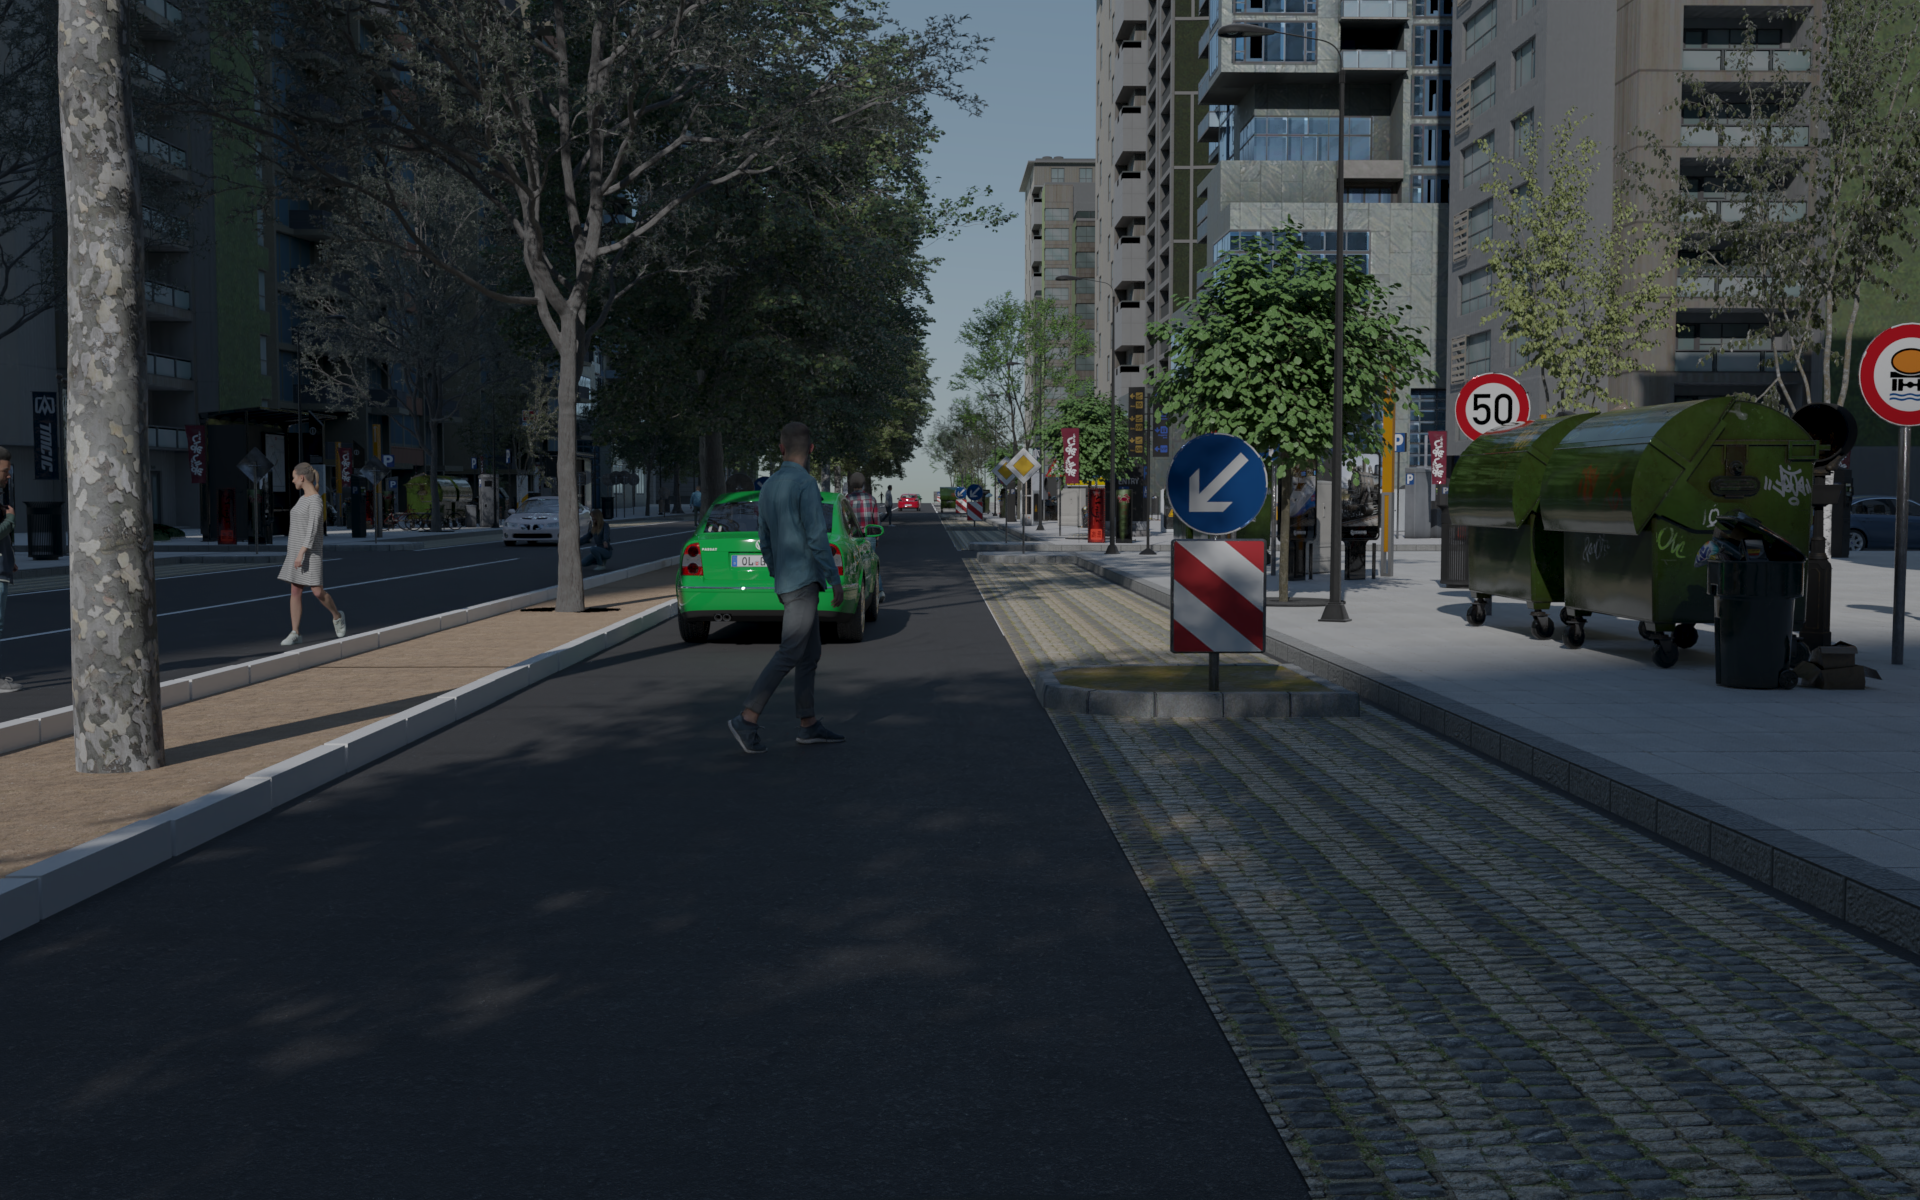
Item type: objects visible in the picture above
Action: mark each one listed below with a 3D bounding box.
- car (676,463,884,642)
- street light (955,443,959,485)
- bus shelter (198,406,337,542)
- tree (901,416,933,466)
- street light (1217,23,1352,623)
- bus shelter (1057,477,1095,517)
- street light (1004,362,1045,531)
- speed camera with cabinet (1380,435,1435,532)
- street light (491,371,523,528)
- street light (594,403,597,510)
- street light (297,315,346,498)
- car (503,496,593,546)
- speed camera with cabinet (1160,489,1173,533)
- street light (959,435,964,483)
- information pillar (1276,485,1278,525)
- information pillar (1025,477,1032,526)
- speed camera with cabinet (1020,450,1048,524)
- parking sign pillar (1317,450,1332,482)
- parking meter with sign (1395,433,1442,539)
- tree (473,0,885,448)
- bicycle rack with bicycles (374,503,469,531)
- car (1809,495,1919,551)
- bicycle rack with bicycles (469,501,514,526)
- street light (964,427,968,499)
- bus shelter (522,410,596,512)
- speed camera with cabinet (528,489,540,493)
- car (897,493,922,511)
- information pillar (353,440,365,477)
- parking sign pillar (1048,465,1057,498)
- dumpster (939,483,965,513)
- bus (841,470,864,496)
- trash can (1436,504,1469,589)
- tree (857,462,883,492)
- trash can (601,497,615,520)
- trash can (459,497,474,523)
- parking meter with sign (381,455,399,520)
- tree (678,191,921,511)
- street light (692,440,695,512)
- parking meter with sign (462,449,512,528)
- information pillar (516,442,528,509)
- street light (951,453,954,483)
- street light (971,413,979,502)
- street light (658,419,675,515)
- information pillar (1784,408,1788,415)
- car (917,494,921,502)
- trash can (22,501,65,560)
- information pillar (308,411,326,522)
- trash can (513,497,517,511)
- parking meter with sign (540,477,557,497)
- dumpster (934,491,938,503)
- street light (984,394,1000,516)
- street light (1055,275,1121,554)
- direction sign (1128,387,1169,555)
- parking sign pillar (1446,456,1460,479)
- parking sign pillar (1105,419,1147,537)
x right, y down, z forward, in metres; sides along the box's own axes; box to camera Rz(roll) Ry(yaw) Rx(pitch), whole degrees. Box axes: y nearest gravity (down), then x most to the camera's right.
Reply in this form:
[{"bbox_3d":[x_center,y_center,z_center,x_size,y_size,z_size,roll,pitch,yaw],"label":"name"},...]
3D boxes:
[{"bbox_3d":[-1.808,-0.572,18.150,1.959,1.807,4.718,0,4,1],"label":"car"},{"bbox_3d":[0.490,-11.275,156.881,1.470,5.913,1.316,0,4,-1],"label":"street light"},{"bbox_3d":[-19.677,-3.563,49.530,1.731,3.624,6.357,0,4,-1],"label":"bus shelter"},{"bbox_3d":[-6.371,-10.934,115.640,8.767,10.594,7.601,0,4,-1],"label":"tree"},{"bbox_3d":[3.241,-2.737,17.287,1.470,5.913,1.316,0,4,-1],"label":"street light"},{"bbox_3d":[5.260,-6.024,76.127,2.179,5.291,8.768,0,4,-1],"label":"bus shelter"},{"bbox_3d":[2.296,-5.405,60.907,1.470,5.913,1.316,0,4,-1],"label":"street light"},{"bbox_3d":[15.084,-3.942,58.787,0.660,3.252,2.038,-3,5,-45],"label":"speed camera with cabinet"},{"bbox_3d":[-16.945,-5.656,65.015,1.470,5.913,1.316,0,4,-1],"label":"street light"},{"bbox_3d":[-17.455,-6.899,85.342,1.470,5.913,1.316,0,4,-1],"label":"street light"},{"bbox_3d":[-16.599,-4.433,45.018,1.470,5.913,1.316,0,4,-1],"label":"street light"},{"bbox_3d":[-11.693,-2.262,49.339,2.083,1.381,4.827,0,4,-2],"label":"car"},{"bbox_3d":[7.635,-3.828,56.917,2.038,3.252,0.660,2,4,31],"label":"speed camera with cabinet"},{"bbox_3d":[0.892,-10.016,136.309,1.470,5.913,1.316,0,4,-1],"label":"street light"},{"bbox_3d":[13.524,-4.980,72.771,0.504,3.616,0.183,1,4,15],"label":"information pillar"},{"bbox_3d":[2.699,-4.006,69.982,0.304,2.012,0.304,-3,4,-36],"label":"information pillar"},{"bbox_3d":[3.183,-4.871,73.983,0.660,3.252,2.038,1,4,22],"label":"speed camera with cabinet"},{"bbox_3d":[15.809,-5.346,75.878,1.447,3.967,1.447,0,4,5],"label":"parking sign pillar"},{"bbox_3d":[13.226,-3.280,49.882,1.738,3.016,0.543,-2,4,-31],"label":"parking meter with sign"},{"bbox_3d":[-4.727,-7.581,33.065,9.857,13.997,8.962,0,3,0],"label":"tree"},{"bbox_3d":[-19.062,-2.928,61.258,2.925,0.926,2.852,-1,4,-12],"label":"bicycle rack with bicycles"},{"bbox_3d":[21.826,-1.760,40.773,4.499,1.417,2.014,0,4,-1],"label":"car"},{"bbox_3d":[-19.354,-3.492,70.483,2.852,0.926,2.925,-2,4,-24],"label":"bicycle rack with bicycles"},{"bbox_3d":[1.186,-8.984,119.425,1.470,5.913,1.316,0,4,-1],"label":"street light"},{"bbox_3d":[-19.824,-6.582,85.246,2.179,5.291,8.768,0,4,-1],"label":"bus shelter"},{"bbox_3d":[-28.953,-7.555,117.852,0.660,3.252,2.038,1,4,11],"label":"speed camera with cabinet"},{"bbox_3d":[-4.238,-8.313,144.953,2.155,1.783,4.494,0,4,1],"label":"car"},{"bbox_3d":[-25.717,-5.062,74.120,0.504,3.616,0.183,-2,4,-26],"label":"information pillar"},{"bbox_3d":[6.543,-7.791,115.847,1.447,3.967,1.447,1,4,13],"label":"parking sign pillar"},{"bbox_3d":[-0.598,-7.825,132.884,1.985,2.255,1.502,0,4,-2],"label":"dumpster"},{"bbox_3d":[-10.849,-11.578,180.850,2.896,3.916,12.252,0,4,-1],"label":"bus"},{"bbox_3d":[6.866,-0.731,23.603,0.748,1.137,0.748,0,3,0],"label":"trash can"},{"bbox_3d":[-6.010,-8.962,99.352,4.360,8.622,3.978,0,3,0],"label":"tree"},{"bbox_3d":[-17.754,-4.626,87.288,0.748,1.137,0.748,0,3,0],"label":"trash can"},{"bbox_3d":[-20.771,-3.745,72.876,0.748,1.137,0.748,0,3,0],"label":"trash can"},{"bbox_3d":[-24.970,-4.880,76.044,0.543,3.016,1.738,-2,4,-27],"label":"parking meter with sign"},{"bbox_3d":[-5.339,-8.563,60.595,7.486,12.596,7.792,0,3,0],"label":"tree"},{"bbox_3d":[-18.068,-9.090,121.168,1.470,5.913,1.316,0,4,-1],"label":"street light"},{"bbox_3d":[-18.172,-4.310,66.735,1.738,3.016,0.543,-2,4,-31],"label":"parking meter with sign"},{"bbox_3d":[-19.625,-5.274,77.586,0.504,3.616,0.183,-2,4,-26],"label":"information pillar"},{"bbox_3d":[0.038,-12.496,176.843,1.470,5.913,1.316,0,4,-1],"label":"street light"},{"bbox_3d":[1.490,-7.791,99.918,1.470,5.913,1.316,0,4,-1],"label":"street light"},{"bbox_3d":[-17.765,-8.151,105.802,1.470,5.913,1.316,0,4,-1],"label":"street light"},{"bbox_3d":[22.413,-3.422,47.310,0.504,3.616,0.183,-3,4,-37],"label":"information pillar"},{"bbox_3d":[-7.136,-16.453,277.796,1.959,1.807,4.718,0,4,-3],"label":"car"},{"bbox_3d":[-17.775,-1.345,33.636,0.748,1.137,0.748,0,3,0],"label":"trash can"},{"bbox_3d":[-18.138,-3.518,48.870,0.504,3.616,0.183,1,4,20],"label":"information pillar"},{"bbox_3d":[-21.376,-4.437,84.198,0.748,1.137,0.748,0,3,0],"label":"trash can"},{"bbox_3d":[-18.611,-5.019,78.317,1.738,3.016,0.543,-1,4,-11],"label":"parking meter with sign"},{"bbox_3d":[-3.312,-16.325,275.132,1.865,1.857,1.264,0,4,1],"label":"dumpster"},{"bbox_3d":[1.962,-6.598,80.414,1.470,5.913,1.316,0,4,-1],"label":"street light"},{"bbox_3d":[2.717,-3.935,36.884,1.470,5.913,1.316,0,4,-1],"label":"street light"},{"bbox_3d":[3.980,-2.727,36.577,0.876,3.537,0.379,1,4,20],"label":"direction sign"},{"bbox_3d":[20.784,-5.231,73.996,1.447,3.967,1.447,-1,4,-18],"label":"parking sign pillar"},{"bbox_3d":[5.063,-3.920,52.561,1.447,3.967,1.447,2,4,32],"label":"parking sign pillar"}]
